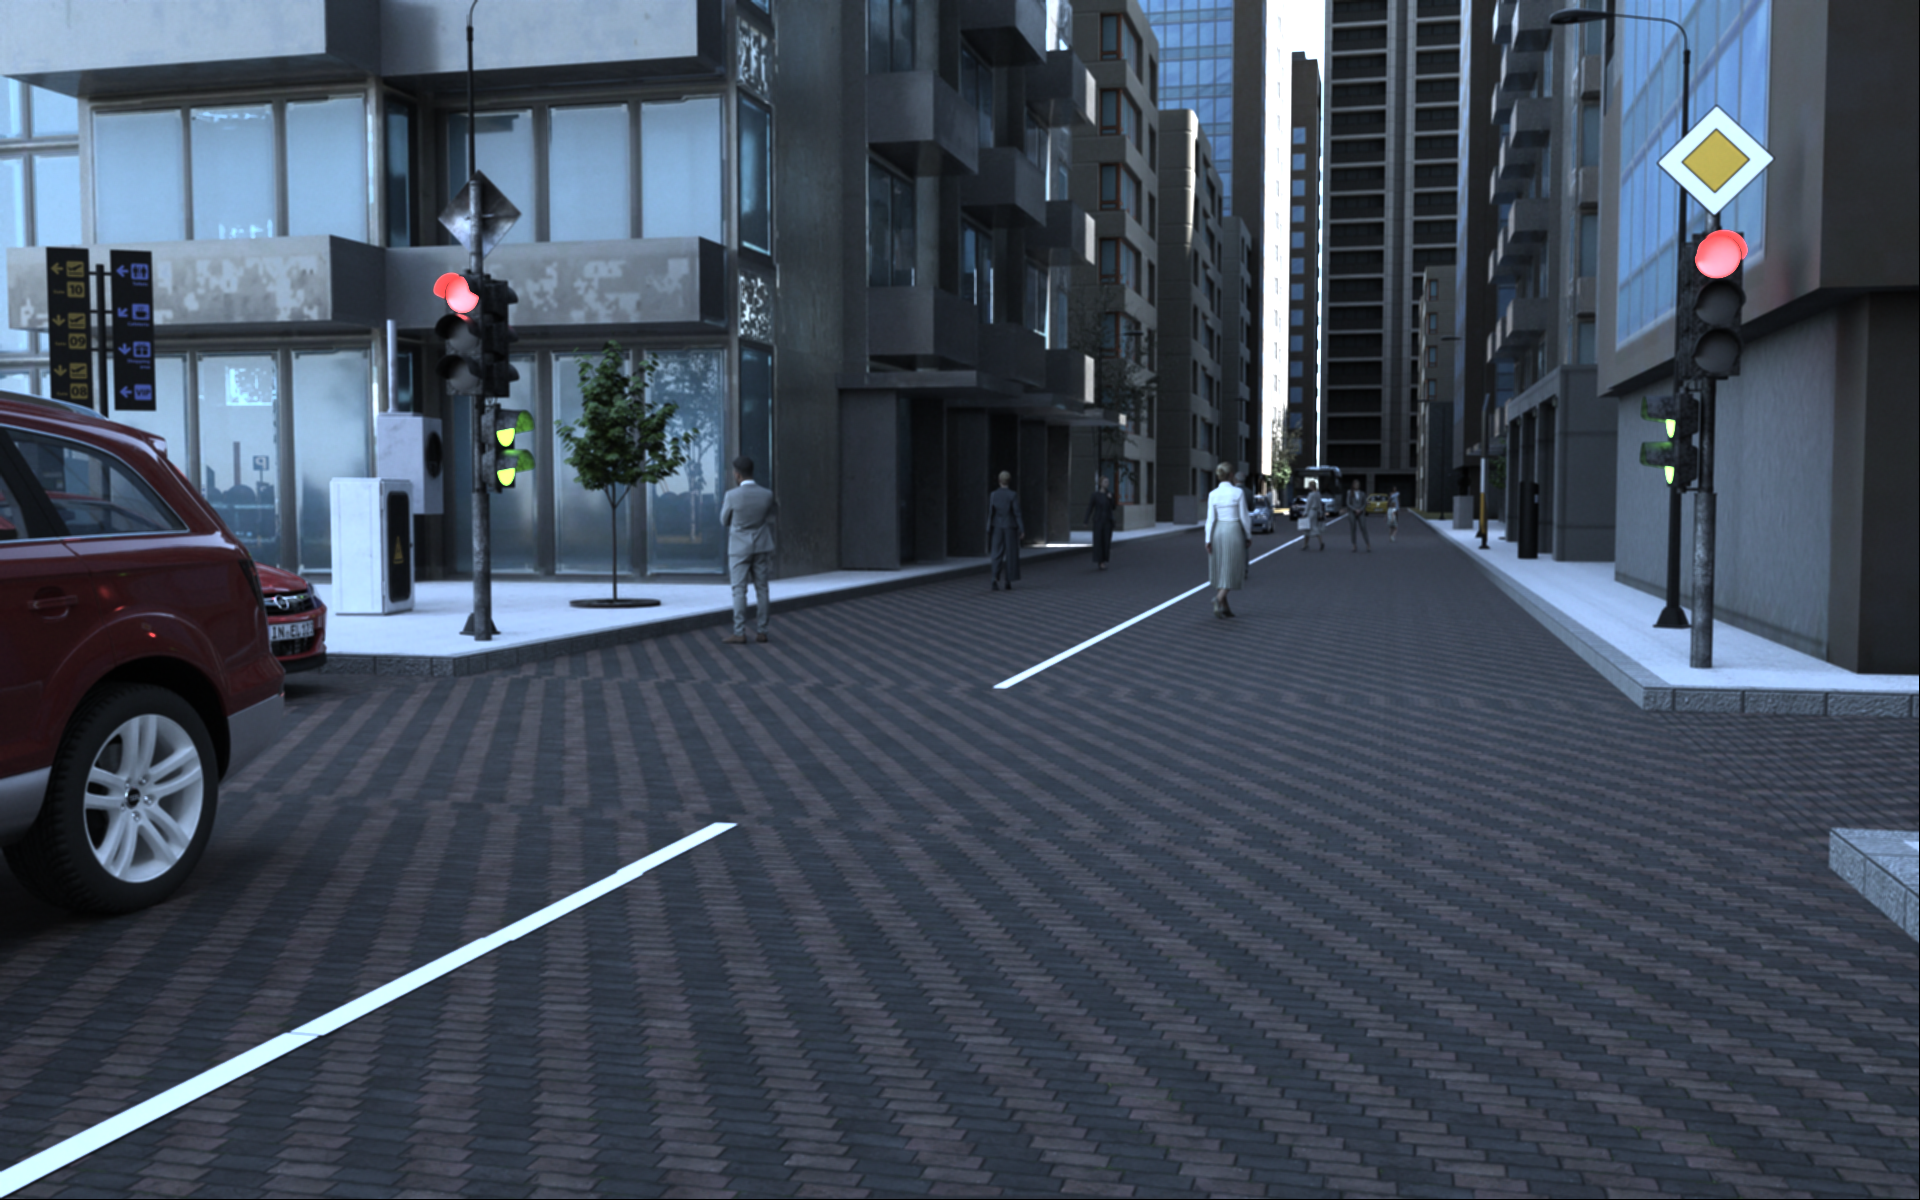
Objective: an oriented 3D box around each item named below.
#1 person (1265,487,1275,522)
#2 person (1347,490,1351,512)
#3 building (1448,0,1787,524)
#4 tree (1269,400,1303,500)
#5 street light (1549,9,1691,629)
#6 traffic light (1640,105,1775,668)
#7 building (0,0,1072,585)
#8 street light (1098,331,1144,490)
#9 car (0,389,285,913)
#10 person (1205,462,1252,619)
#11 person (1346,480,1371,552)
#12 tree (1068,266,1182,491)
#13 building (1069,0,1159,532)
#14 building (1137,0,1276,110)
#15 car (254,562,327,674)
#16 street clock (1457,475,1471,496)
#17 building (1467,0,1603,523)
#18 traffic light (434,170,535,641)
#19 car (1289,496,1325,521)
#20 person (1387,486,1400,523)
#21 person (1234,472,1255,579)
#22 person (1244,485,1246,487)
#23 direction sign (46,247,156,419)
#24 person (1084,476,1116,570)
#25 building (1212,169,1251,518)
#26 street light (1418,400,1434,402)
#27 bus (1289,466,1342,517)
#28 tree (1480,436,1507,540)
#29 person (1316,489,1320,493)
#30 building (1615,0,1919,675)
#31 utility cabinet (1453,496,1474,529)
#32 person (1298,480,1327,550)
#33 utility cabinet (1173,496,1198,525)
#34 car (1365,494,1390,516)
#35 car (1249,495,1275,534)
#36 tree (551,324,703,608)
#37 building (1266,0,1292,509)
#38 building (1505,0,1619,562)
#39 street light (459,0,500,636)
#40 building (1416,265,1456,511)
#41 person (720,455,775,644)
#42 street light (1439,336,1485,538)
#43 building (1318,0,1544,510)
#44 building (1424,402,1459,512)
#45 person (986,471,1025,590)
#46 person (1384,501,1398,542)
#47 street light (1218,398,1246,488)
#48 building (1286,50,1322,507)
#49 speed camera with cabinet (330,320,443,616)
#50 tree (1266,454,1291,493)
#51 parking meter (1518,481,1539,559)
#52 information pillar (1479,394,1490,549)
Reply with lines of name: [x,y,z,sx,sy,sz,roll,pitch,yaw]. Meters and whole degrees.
person: [15.433,-4.744,86.293,0.641,1.798,0.478,0,4,-1]
person: [30.765,-7.783,136.477,0.721,1.736,1.217,1,4,12]
building: [33.540,-26.938,90.551,14.600,45.320,14.200,1,4,14]
tree: [24.365,-11.223,133.859,4.360,8.622,3.978,0,3,0]
street light: [6.341,-2.697,16.644,1.470,5.913,1.316,1,4,14]
traffic light: [5.464,-1.454,12.700,0.839,4.253,0.868,1,4,14]
building: [-9.314,-25.563,37.570,23.786,49.044,30.456,1,4,14]
street light: [4.551,-4.717,49.664,1.470,5.913,1.316,1,4,14]
car: [-4.148,0.240,4.753,2.281,1.827,5.304,1,4,15]
person: [3.059,-0.688,19.971,0.478,1.798,0.641,3,4,39]
person: [9.937,-2.103,43.153,0.520,1.790,0.573,-1,4,-13]
tree: [4.667,-6.453,55.877,4.360,8.622,3.978,0,3,0]
building: [-4.365,-14.121,75.926,27.650,21.520,28.899,1,4,14]
building: [15.064,-28.997,124.205,14.600,45.320,14.200,1,4,14]
car: [-6.782,-0.218,12.604,4.494,1.783,2.155,1,4,15]
street clock: [19.330,-3.785,66.456,0.471,2.002,0.358,-1,4,-18]
building: [32.254,-27.266,65.410,23.786,49.044,30.456,1,4,14]
traffic light: [-4.163,-1.598,15.053,0.839,4.253,0.868,1,4,14]
car: [18.978,-5.012,94.525,1.945,1.354,3.894,1,4,15]
person: [21.037,-4.613,84.010,0.616,1.811,0.778,2,4,25]
person: [4.663,-1.267,29.397,0.661,1.801,0.590,-2,4,-25]
person: [13.107,-4.360,79.882,0.850,1.850,0.679,-3,5,-44]
direction sign: [-7.953,-1.475,16.112,0.876,3.537,0.379,-1,4,-19]
person: [2.677,-1.469,32.935,0.576,1.772,0.534,-2,4,-30]
building: [2.640,-15.951,105.836,27.650,21.520,28.899,1,4,14]
street light: [23.164,-6.882,85.054,1.470,5.913,1.316,1,4,14]
bus: [23.152,-7.160,111.921,2.948,3.499,13.247,1,4,14]
tree: [15.818,-3.328,49.012,1.663,3.219,1.824,0,3,0]
person: [20.406,-5.588,99.728,0.599,1.838,0.709,-2,4,-35]
building: [14.470,-22.361,15.710,14.200,45.320,14.600,1,4,14]
utility cabinet: [18.434,-3.199,63.463,0.306,1.237,1.020,3,5,44]
person: [9.031,-2.169,44.319,0.694,1.780,0.624,-2,4,-27]
utility cabinet: [9.450,-3.751,72.486,1.020,1.237,0.306,2,4,34]
car: [27.289,-6.286,113.000,2.015,1.641,3.980,1,4,13]
car: [10.626,-3.171,63.842,2.014,1.417,4.499,1,4,13]
tree: [-4.031,-1.536,19.723,1.663,3.219,1.824,0,3,0]
building: [18.437,-43.770,153.890,20.611,71.187,20.563,1,4,14]
building: [22.323,-36.358,32.705,20.563,71.187,20.611,1,4,14]
street light: [-3.873,-2.630,15.546,1.470,5.913,1.316,1,4,14]
building: [52.155,-18.181,142.296,27.650,21.520,28.899,1,4,14]
person: [-2.080,-0.494,16.764,0.511,1.800,0.466,-3,5,-45]
street light: [14.832,-4.799,51.011,1.470,5.913,1.316,1,4,14]
building: [47.512,-45.090,175.469,20.611,71.187,20.563,1,4,14]
building: [42.333,-48.833,111.091,22.319,86.520,31.000,1,4,14]
person: [0.680,-1.033,25.813,0.576,1.772,0.534,0,4,3]
person: [12.896,-2.351,51.956,0.382,1.210,0.505,-3,4,-36]
street light: [13.121,-6.819,84.035,1.470,5.913,1.316,1,4,14]
building: [29.315,-32.213,176.786,14.200,45.320,14.600,1,4,14]
speed camera with cabinet: [-6.285,-1.514,19.090,0.660,3.252,2.038,0,4,1]
tree: [25.003,-9.491,138.884,4.285,4.588,4.351,0,3,0]
parking meter: [11.291,-1.590,34.400,0.372,1.533,0.369,0,3,0]
information pillar: [12.241,-2.999,40.394,0.183,3.616,0.504,2,4,28]
